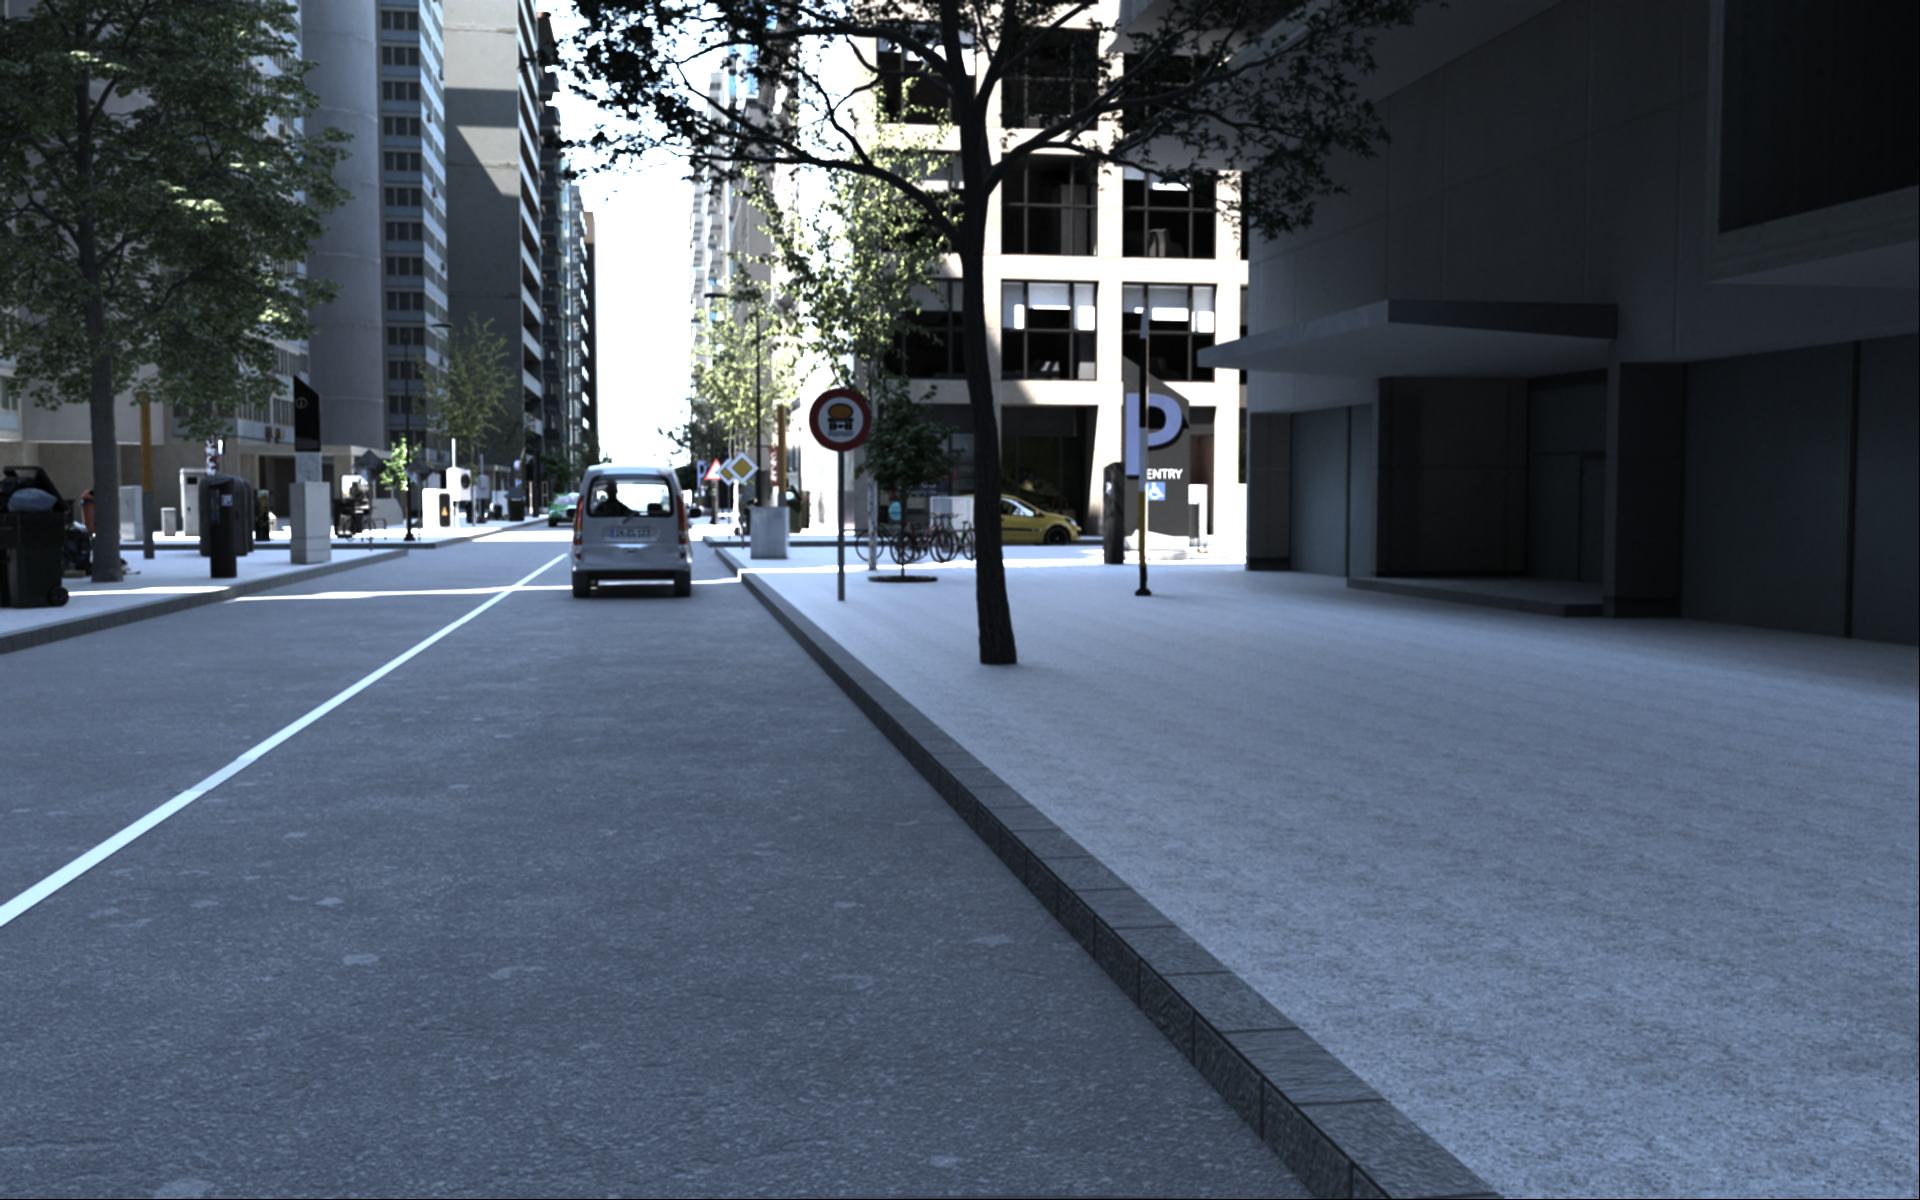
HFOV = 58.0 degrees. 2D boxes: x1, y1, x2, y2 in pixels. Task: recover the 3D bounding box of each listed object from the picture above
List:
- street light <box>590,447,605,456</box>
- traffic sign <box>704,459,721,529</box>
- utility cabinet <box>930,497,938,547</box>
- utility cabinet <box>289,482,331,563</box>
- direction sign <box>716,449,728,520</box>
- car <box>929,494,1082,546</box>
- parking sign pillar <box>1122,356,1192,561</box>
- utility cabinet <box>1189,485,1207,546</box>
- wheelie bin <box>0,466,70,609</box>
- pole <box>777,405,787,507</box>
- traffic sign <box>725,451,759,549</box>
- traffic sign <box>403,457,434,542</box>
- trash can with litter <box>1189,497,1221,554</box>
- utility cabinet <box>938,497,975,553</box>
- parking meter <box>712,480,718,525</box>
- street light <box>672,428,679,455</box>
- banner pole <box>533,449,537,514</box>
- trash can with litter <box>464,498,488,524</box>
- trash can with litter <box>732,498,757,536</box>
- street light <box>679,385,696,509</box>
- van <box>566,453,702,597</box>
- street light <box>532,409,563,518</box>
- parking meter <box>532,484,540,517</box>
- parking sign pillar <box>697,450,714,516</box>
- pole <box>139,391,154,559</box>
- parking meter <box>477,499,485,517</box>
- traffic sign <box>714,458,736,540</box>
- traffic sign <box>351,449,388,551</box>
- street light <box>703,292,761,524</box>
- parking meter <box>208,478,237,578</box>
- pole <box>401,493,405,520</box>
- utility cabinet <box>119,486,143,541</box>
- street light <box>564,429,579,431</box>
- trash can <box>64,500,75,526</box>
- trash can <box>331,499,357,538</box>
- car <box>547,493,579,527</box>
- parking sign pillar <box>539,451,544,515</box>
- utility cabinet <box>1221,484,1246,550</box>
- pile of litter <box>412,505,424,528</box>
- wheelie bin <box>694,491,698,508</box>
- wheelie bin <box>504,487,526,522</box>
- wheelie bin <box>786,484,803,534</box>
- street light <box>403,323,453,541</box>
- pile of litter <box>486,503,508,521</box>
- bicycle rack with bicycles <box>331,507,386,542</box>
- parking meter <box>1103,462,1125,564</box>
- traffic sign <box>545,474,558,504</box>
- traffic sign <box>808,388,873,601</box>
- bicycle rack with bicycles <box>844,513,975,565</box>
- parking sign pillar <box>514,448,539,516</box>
[{"bbox_3d":[-35.875,-12.084,170.118,1.470,5.913,1.316,-1,4,-10],"label":"street light"},{"bbox_3d":[-8.927,-3.883,63.491,0.884,2.594,0.081,-1,4,-9],"label":"traffic sign"},{"bbox_3d":[-0.198,-1.883,41.941,1.020,1.237,0.306,-1,4,-20],"label":"utility cabinet"},{"bbox_3d":[-12.035,-1.430,32.064,0.318,1.500,1.173,0,4,1],"label":"utility cabinet"},{"bbox_3d":[-11.975,-5.826,87.247,0.876,3.537,0.379,3,4,38],"label":"direction sign"},{"bbox_3d":[1.204,-2.157,45.491,3.980,1.641,2.015,-1,4,-11],"label":"car"},{"bbox_3d":[3.797,-2.761,33.609,1.447,3.967,1.447,0,4,6],"label":"parking sign pillar"},{"bbox_3d":[5.585,-2.065,42.436,0.318,1.500,1.173,-2,4,-26],"label":"utility cabinet"},{"bbox_3d":[-10.568,-0.716,19.617,0.980,1.594,0.693,2,4,26],"label":"wheelie bin"},{"bbox_3d":[-4.096,-2.816,39.886,0.158,3.312,0.155,0,3,0],"label":"pole"},{"bbox_3d":[-5.054,-2.238,40.237,0.795,2.450,0.064,-1,4,-10],"label":"traffic sign"},{"bbox_3d":[-14.596,-2.634,46.712,0.795,2.450,0.064,-1,4,-10],"label":"traffic sign"},{"bbox_3d":[4.484,-1.597,37.170,2.233,1.210,1.678,1,4,9],"label":"trash can with litter"},{"bbox_3d":[0.012,-1.650,38.147,0.306,1.237,1.020,3,4,37],"label":"utility cabinet"},{"bbox_3d":[-10.112,-4.023,71.492,0.255,1.863,0.399,0,4,-6],"label":"parking meter"},{"bbox_3d":[-19.351,-9.111,121.502,1.470,5.913,1.316,-1,4,-10],"label":"street light"},{"bbox_3d":[-23.581,-6.490,96.124,0.401,3.779,0.863,0,4,0],"label":"banner pole"},{"bbox_3d":[-21.083,-3.925,75.559,1.055,1.170,0.624,1,4,16],"label":"trash can with litter"},{"bbox_3d":[-6.638,-2.582,53.610,1.055,1.170,0.624,2,4,35],"label":"trash can with litter"},{"bbox_3d":[-11.109,-6.197,73.863,1.470,5.913,1.316,-1,4,-10],"label":"street light"},{"bbox_3d":[-4.813,-1.133,25.537,2.013,2.044,4.112,-1,4,-9],"label":"van"},{"bbox_3d":[-22.693,-7.469,94.657,1.470,5.913,1.316,-1,4,-10],"label":"street light"},{"bbox_3d":[-24.085,-5.668,98.382,0.399,1.863,0.255,-1,4,-19],"label":"parking meter"},{"bbox_3d":[-14.826,-6.891,101.145,1.447,3.967,1.447,-3,4,-38],"label":"parking sign pillar"},{"bbox_3d":[-16.091,-2.472,34.265,0.158,3.312,0.155,0,3,0],"label":"pole"},{"bbox_3d":[-25.095,-5.036,90.745,0.372,1.533,0.369,0,3,0],"label":"parking meter"},{"bbox_3d":[-6.420,-2.719,48.105,0.795,2.450,0.064,-1,4,-10],"label":"traffic sign"},{"bbox_3d":[-13.230,-2.153,38.844,0.795,2.450,0.064,-1,4,-10],"label":"traffic sign"},{"bbox_3d":[-5.215,-4.136,40.161,1.470,5.913,1.316,-1,4,-10],"label":"street light"},{"bbox_3d":[-11.321,-1.112,26.588,0.372,1.533,0.369,0,3,0],"label":"parking meter"},{"bbox_3d":[-27.500,-5.605,85.485,0.158,3.312,0.155,0,3,0],"label":"pole"},{"bbox_3d":[-22.505,-2.345,47.021,1.173,1.500,0.318,3,5,44],"label":"utility cabinet"},{"bbox_3d":[-27.646,-9.182,122.670,1.470,5.913,1.316,-1,4,-10],"label":"street light"},{"bbox_3d":[-23.461,-2.052,45.197,0.748,1.137,0.748,0,3,0],"label":"trash can"},{"bbox_3d":[-18.058,-2.395,50.806,0.748,1.137,0.748,0,3,0],"label":"trash can"},{"bbox_3d":[-17.255,-4.151,76.661,1.959,1.807,4.718,-1,4,-10],"label":"car"},{"bbox_3d":[-26.486,-7.309,107.966,1.447,3.967,1.447,3,4,39],"label":"parking sign pillar"},{"bbox_3d":[6.544,-1.873,39.300,1.173,1.500,0.318,1,4,21],"label":"utility cabinet"},{"bbox_3d":[-20.550,-3.202,66.326,1.176,0.858,1.719,0,4,3],"label":"pile of litter"},{"bbox_3d":[-15.455,-5.820,103.058,0.693,1.594,0.980,-1,4,-13],"label":"wheelie bin"},{"bbox_3d":[-21.151,-4.573,82.675,0.980,1.594,0.693,3,4,39],"label":"wheelie bin"},{"bbox_3d":[-5.403,-2.913,55.543,0.693,1.594,0.980,-1,4,-11],"label":"wheelie bin"},{"bbox_3d":[-14.456,-4.559,47.083,1.470,5.913,1.316,-1,4,-10],"label":"street light"},{"bbox_3d":[-22.262,-4.287,84.050,1.719,0.858,1.176,-2,4,-29],"label":"pile of litter"},{"bbox_3d":[-17.062,-2.072,47.267,2.852,0.926,2.925,0,4,3],"label":"bicycle rack with bicycles"},{"bbox_3d":[2.815,-1.592,31.739,0.255,1.863,0.399,-2,4,-27],"label":"parking meter"},{"bbox_3d":[-26.148,-6.775,110.870,0.768,2.556,0.104,0,4,-1],"label":"traffic sign"},{"bbox_3d":[-1.432,-1.268,20.830,0.768,2.556,0.104,0,4,-2],"label":"traffic sign"},{"bbox_3d":[-0.805,-1.185,32.763,2.925,0.926,2.852,-3,5,-39],"label":"bicycle rack with bicycles"},{"bbox_3d":[-25.318,-6.808,99.786,1.447,3.967,1.447,0,4,-3],"label":"parking sign pillar"}]
